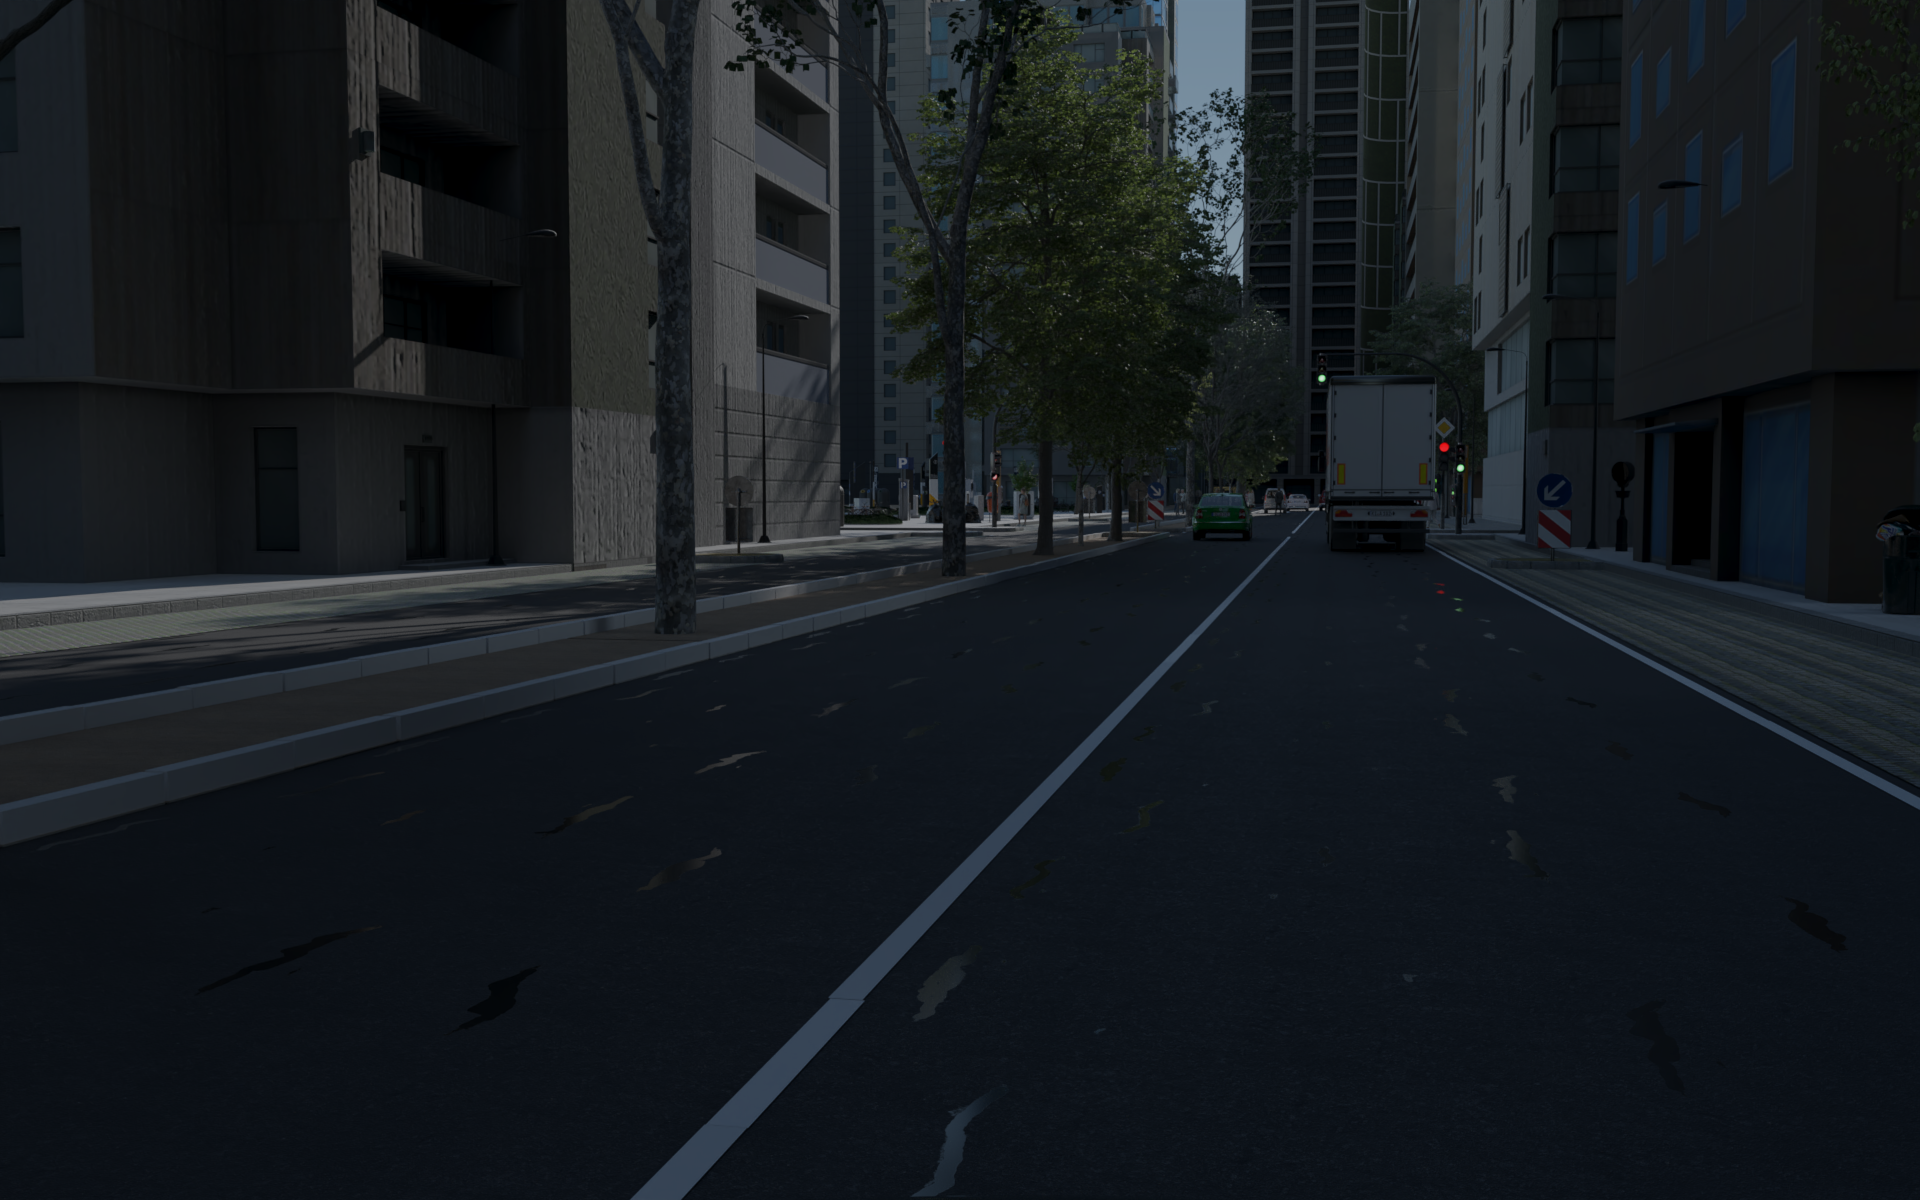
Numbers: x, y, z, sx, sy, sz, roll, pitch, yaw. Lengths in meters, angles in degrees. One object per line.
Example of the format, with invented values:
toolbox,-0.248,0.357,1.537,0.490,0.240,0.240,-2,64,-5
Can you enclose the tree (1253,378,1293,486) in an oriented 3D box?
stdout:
tree,20.283,-12.462,124.345,7.486,12.596,7.792,0,3,0

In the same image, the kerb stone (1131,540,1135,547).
kerb stone,4.525,-1.494,46.637,0.120,0.150,1.000,1,4,12

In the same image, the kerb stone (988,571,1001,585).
kerb stone,0.452,-0.329,27.570,0.120,0.150,1.000,1,4,12

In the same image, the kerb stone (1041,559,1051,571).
kerb stone,1.520,-0.635,32.595,0.120,0.150,1.000,1,4,12

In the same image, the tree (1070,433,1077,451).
tree,12.600,-13.583,132.452,12.009,13.543,11.850,0,3,0

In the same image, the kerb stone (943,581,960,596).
kerb stone,-0.202,-0.144,24.553,0.120,0.150,1.000,1,4,12

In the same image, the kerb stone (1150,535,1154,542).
kerb stone,5.591,-1.801,51.638,0.120,0.150,1.000,1,4,12

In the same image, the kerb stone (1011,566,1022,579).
kerb stone,0.871,-0.447,29.583,0.120,0.150,1.000,1,4,12

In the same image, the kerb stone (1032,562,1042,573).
kerb stone,1.304,-0.564,31.590,0.120,0.150,1.000,1,4,12

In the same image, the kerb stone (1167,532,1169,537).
kerb stone,6.660,-2.107,56.643,0.120,0.150,1.000,1,4,12

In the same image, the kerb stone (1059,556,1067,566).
kerb stone,1.955,-0.757,34.595,0.120,0.150,1.000,1,4,12

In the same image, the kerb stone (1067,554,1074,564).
kerb stone,2.163,-0.820,35.599,0.120,0.150,1.000,1,4,12

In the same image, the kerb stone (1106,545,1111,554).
kerb stone,3.457,-1.188,41.625,0.120,0.150,1.000,1,4,12

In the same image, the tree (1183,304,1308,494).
tree,18.683,-12.635,115.691,9.857,13.997,8.962,0,3,0

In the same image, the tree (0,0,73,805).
tree,-4.732,-4.823,7.063,9.928,11.665,9.643,0,3,0

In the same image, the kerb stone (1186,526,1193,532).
kerb stone,8.923,-2.753,67.209,0.120,0.150,1.000,1,4,12

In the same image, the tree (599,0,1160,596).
tree,-1.115,-10.536,30.608,12.611,20.169,13.585,0,3,0

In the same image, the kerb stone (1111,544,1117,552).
kerb stone,3.671,-1.249,42.624,0.120,0.150,1.000,1,4,12

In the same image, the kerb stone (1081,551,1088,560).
kerb stone,2.594,-0.943,37.610,0.120,0.150,1.000,1,4,12

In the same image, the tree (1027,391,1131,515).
tree,7.568,-10.591,107.582,7.601,10.594,8.767,1,4,9

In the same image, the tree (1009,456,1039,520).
tree,3.107,-5.649,86.967,1.663,3.219,1.824,0,3,0

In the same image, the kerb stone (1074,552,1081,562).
kerb stone,2.375,-0.880,36.603,0.120,0.150,1.000,1,4,12

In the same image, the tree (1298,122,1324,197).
tree,9.055,-13.330,76.292,12.611,20.169,13.585,0,3,0

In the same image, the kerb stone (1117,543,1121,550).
kerb stone,3.881,-1.305,43.625,0.120,0.150,1.000,1,4,12

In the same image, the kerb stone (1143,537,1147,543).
kerb stone,5.164,-1.677,49.636,0.120,0.150,1.000,1,4,12

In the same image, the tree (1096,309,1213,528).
tree,7.581,-6.924,66.022,4.360,8.622,3.978,0,3,0

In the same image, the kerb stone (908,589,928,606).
kerb stone,-0.625,-0.022,22.550,0.120,0.150,1.000,1,4,12

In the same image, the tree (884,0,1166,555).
tree,1.969,-7.337,40.541,7.486,12.596,7.792,0,3,0

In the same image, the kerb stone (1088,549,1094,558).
kerb stone,2.806,-1.004,38.612,0.120,0.150,1.000,1,4,12

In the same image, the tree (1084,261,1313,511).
tree,13.029,-10.803,89.460,12.009,13.543,11.850,0,3,0

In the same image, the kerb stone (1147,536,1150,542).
kerb stone,5.379,-1.735,50.639,0.120,0.150,1.000,1,4,12

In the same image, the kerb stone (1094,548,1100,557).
kerb stone,3.025,-1.064,39.611,0.120,0.150,1.000,1,4,12

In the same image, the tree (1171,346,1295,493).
tree,15.523,-10.100,102.003,8.767,10.594,7.601,1,4,12

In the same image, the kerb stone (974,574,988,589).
kerb stone,0.229,-0.267,26.564,0.120,0.150,1.000,1,4,12

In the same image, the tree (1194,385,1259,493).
tree,16.962,-9.501,108.154,4.737,8.622,4.395,0,3,0

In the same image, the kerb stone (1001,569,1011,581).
kerb stone,0.655,-0.391,28.584,0.120,0.150,1.000,1,4,12

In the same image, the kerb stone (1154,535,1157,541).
kerb stone,5.808,-1.858,52.637,0.120,0.150,1.000,1,4,12

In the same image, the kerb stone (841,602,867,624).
kerb stone,-1.264,0.162,19.547,0.120,0.150,1.000,1,4,12

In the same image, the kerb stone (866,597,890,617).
kerb stone,-1.046,0.101,20.549,0.120,0.150,1.000,1,4,12

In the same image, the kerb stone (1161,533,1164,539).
kerb stone,6.234,-1.984,54.641,0.120,0.150,1.000,1,4,12

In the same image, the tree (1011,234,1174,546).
tree,3.286,-5.743,46.720,4.737,8.622,4.395,0,3,0

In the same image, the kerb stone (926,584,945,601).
kerb stone,-0.411,-0.080,23.549,0.120,0.150,1.000,1,4,12

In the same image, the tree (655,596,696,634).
tree,-3.925,-9.779,18.234,12.611,20.169,13.585,0,3,0

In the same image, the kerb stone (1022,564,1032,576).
kerb stone,1.090,-0.512,30.587,0.120,0.150,1.000,1,4,12

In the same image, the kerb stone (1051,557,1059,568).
kerb stone,1.736,-0.696,33.595,0.120,0.150,1.000,1,4,12

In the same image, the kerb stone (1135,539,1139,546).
kerb stone,4.740,-1.556,47.636,0.120,0.150,1.000,1,4,12

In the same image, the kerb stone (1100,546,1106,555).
kerb stone,3.244,-1.127,40.614,0.120,0.150,1.000,1,4,12

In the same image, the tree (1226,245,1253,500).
tree,4.713,-8.077,52.635,7.486,12.596,7.792,0,3,0

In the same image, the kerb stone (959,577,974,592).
kerb stone,0.016,-0.205,25.552,0.120,0.150,1.000,1,4,12

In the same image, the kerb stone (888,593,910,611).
kerb stone,-0.836,0.041,21.549,0.120,0.150,1.000,1,4,12

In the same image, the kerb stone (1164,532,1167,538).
kerb stone,6.449,-2.046,55.643,0.120,0.150,1.000,1,4,12

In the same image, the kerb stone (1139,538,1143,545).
kerb stone,4.958,-1.617,48.635,0.120,0.150,1.000,1,4,12

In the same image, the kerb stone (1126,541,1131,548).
kerb stone,4.312,-1.430,45.632,0.120,0.150,1.000,1,4,12

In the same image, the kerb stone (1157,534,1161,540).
kerb stone,6.023,-1.923,53.636,0.120,0.150,1.000,1,4,12

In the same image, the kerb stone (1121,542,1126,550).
kerb stone,4.094,-1.369,44.630,0.120,0.150,1.000,1,4,12
